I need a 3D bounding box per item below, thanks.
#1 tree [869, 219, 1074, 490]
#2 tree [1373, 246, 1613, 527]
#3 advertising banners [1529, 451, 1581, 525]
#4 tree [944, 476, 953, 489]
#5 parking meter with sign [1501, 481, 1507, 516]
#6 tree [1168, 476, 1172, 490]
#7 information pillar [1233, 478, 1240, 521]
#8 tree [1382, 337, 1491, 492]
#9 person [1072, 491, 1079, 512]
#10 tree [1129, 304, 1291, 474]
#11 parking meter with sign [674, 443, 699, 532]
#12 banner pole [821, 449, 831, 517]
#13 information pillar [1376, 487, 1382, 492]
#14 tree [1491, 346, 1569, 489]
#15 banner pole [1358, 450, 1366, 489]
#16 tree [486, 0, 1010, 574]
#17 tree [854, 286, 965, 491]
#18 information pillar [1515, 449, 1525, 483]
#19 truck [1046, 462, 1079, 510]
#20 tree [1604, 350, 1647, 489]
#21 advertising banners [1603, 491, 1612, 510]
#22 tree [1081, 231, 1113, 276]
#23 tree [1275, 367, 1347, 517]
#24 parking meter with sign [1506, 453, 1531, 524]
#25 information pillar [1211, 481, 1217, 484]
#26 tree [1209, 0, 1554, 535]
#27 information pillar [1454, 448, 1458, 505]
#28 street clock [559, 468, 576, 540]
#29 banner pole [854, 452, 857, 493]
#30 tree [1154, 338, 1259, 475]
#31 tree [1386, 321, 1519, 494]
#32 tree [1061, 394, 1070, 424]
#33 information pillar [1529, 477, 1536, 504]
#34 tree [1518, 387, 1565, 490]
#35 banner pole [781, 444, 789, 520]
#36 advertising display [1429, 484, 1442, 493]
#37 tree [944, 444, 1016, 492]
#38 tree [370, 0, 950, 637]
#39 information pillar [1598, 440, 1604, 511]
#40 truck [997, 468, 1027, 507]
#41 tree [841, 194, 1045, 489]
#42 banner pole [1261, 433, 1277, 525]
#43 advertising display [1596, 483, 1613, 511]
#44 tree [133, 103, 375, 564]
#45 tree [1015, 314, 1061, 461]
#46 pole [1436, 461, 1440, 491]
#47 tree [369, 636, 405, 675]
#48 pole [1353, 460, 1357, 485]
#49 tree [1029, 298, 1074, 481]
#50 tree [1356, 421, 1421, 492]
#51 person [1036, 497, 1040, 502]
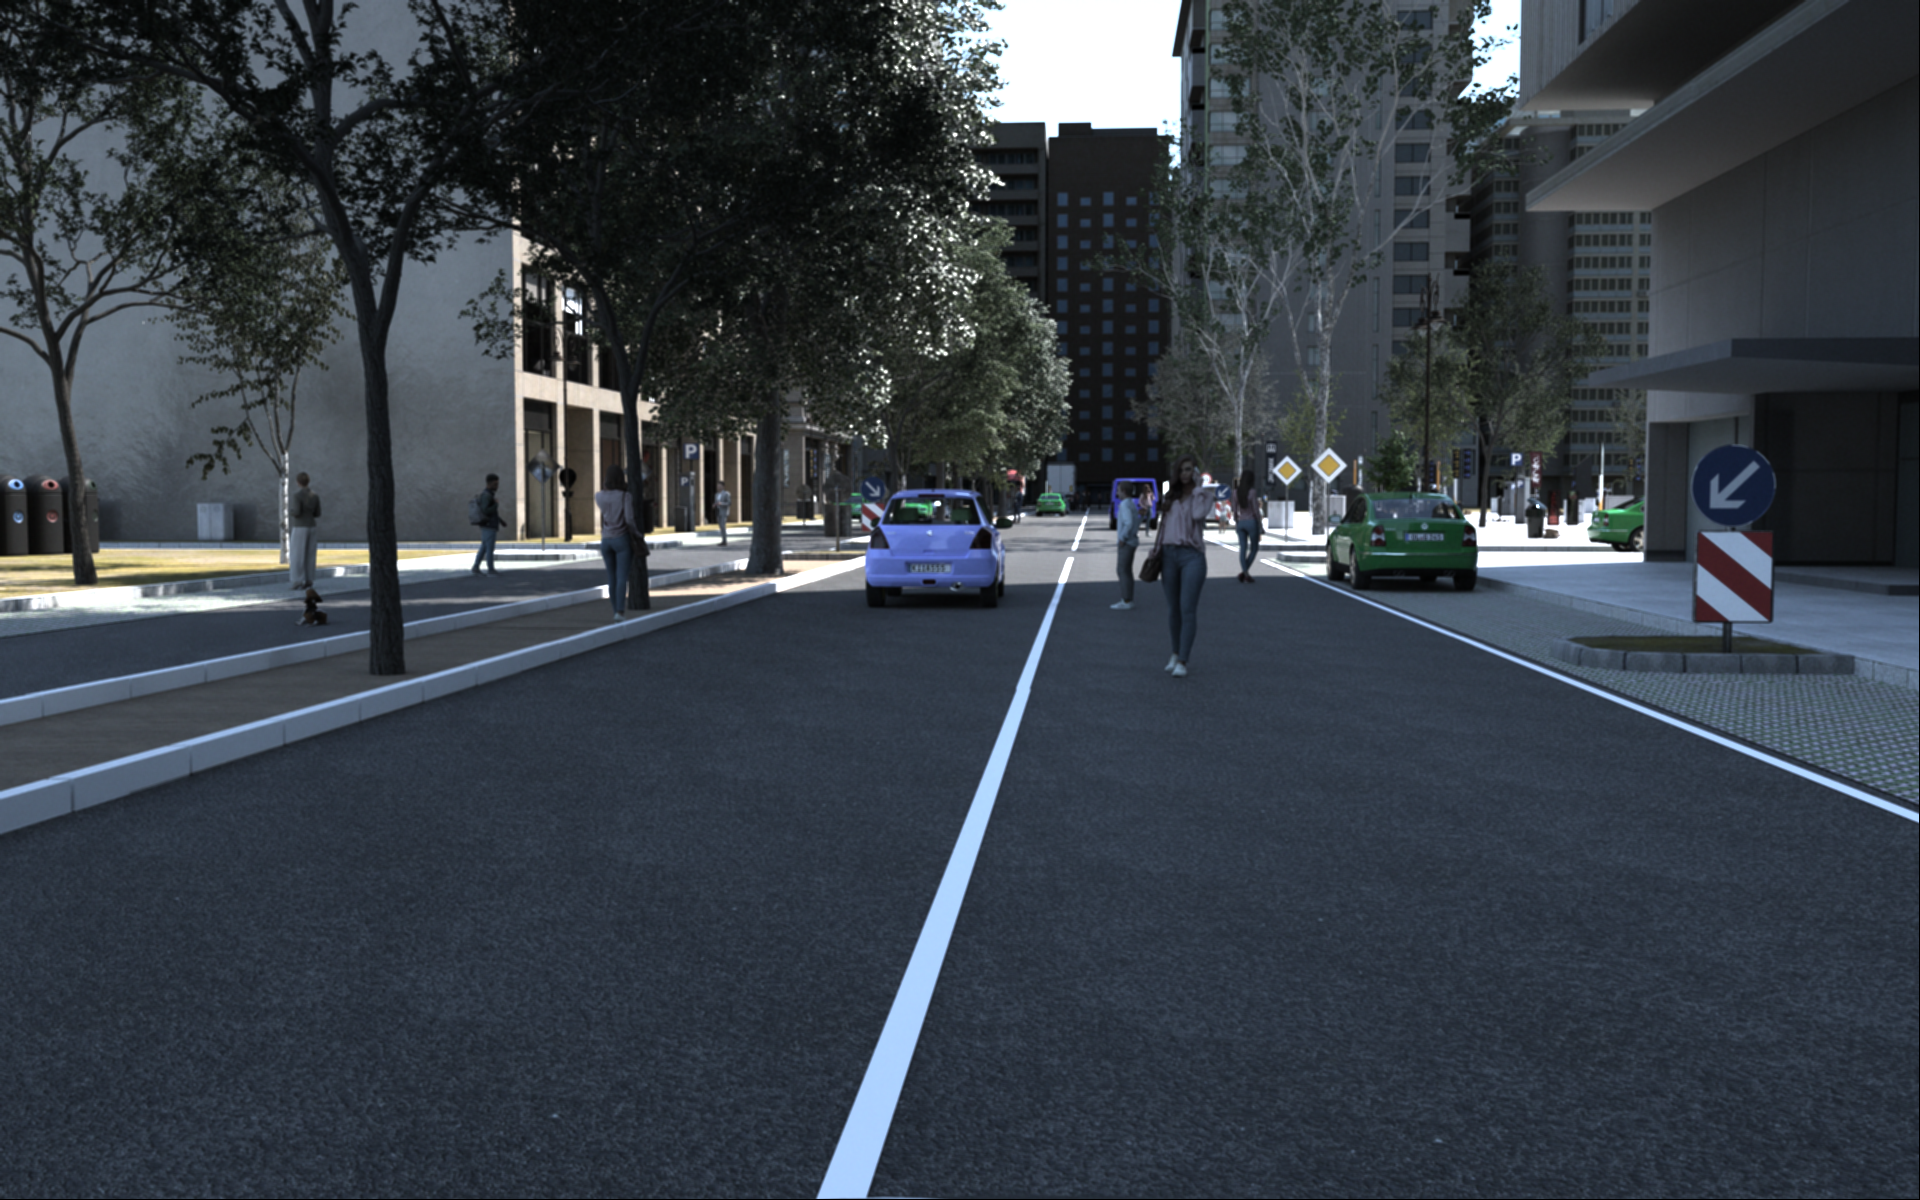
[{"bbox_3d":[-0.094,-9.323,71.897,9.611,12.733,9.660,0,3,0],"label":"tree"},{"bbox_3d":[20.076,-8.054,66.093,8.767,10.594,7.601,0,4,4],"label":"tree"},{"bbox_3d":[24.345,-4.570,70.905,2.074,3.025,0.090,1,4,10],"label":"advertising banners"},{"bbox_3d":[-1.322,-11.447,181.764,1.663,3.219,1.824,0,3,0],"label":"tree"},{"bbox_3d":[32.333,-6.455,101.804,0.543,3.016,1.738,-1,4,-19],"label":"parking meter with sign"},{"bbox_3d":[19.637,-10.126,160.165,1.663,3.219,1.824,0,3,0],"label":"tree"},{"bbox_3d":[13.041,-4.706,81.430,0.304,2.012,0.304,3,5,44],"label":"information pillar"},{"bbox_3d":[21.110,-7.847,78.654,4.360,8.622,3.978,0,3,0],"label":"tree"},{"bbox_3d":[9.081,-7.730,136.359,0.593,1.643,0.415,0,4,-3],"label":"person"},{"bbox_3d":[16.103,-12.366,112.558,12.009,13.543,11.850,0,3,0],"label":"tree"},{"bbox_3d":[-9.304,-3.827,58.825,0.543,3.016,1.738,0,4,4],"label":"parking meter with sign"},{"bbox_3d":[-7.440,-6.478,95.930,0.863,3.779,0.401,3,5,40],"label":"banner pole"},{"bbox_3d":[24.416,-5.901,100.970,0.304,2.012,0.304,1,4,11],"label":"information pillar"},{"bbox_3d":[28.059,-8.283,85.796,4.360,8.622,3.978,0,3,0],"label":"tree"},{"bbox_3d":[22.716,-6.597,97.883,0.863,3.779,0.401,-3,5,-42],"label":"banner pole"},{"bbox_3d":[-3.506,-7.442,30.788,9.857,13.997,8.962,0,3,0],"label":"tree"},{"bbox_3d":[-1.827,-6.273,55.391,4.360,8.622,3.978,0,3,0],"label":"tree"},{"bbox_3d":[29.196,-6.051,90.293,0.504,3.616,0.183,-1,4,-11],"label":"information pillar"},{"bbox_3d":[9.356,-10.345,158.059,2.839,4.237,11.283,0,4,5],"label":"truck"},{"bbox_3d":[33.627,-8.208,84.569,4.360,8.622,3.978,0,3,0],"label":"tree"},{"bbox_3d":[29.268,-5.040,78.594,0.090,3.025,2.074,0,4,7],"label":"advertising banners"},{"bbox_3d":[12.947,-14.218,88.356,12.611,20.169,13.585,0,3,0],"label":"tree"},{"bbox_3d":[19.701,-8.982,97.216,4.737,8.622,4.395,0,3,0],"label":"tree"},{"bbox_3d":[24.018,-4.744,73.822,0.543,3.016,1.738,3,4,39],"label":"parking meter with sign"},{"bbox_3d":[14.066,-5.597,95.999,0.304,2.012,0.304,2,4,26],"label":"information pillar"},{"bbox_3d":[12.012,-12.160,54.703,12.611,20.169,13.585,0,3,0],"label":"tree"},{"bbox_3d":[25.394,-5.957,88.752,0.183,3.616,0.504,0,4,8],"label":"information pillar"},{"bbox_3d":[-10.979,-2.688,48.514,0.471,2.002,0.358,-1,4,-15],"label":"street clock"},{"bbox_3d":[-6.234,-6.969,103.953,0.401,3.779,0.863,-1,4,-12],"label":"banner pole"},{"bbox_3d":[17.550,-12.610,124.297,7.486,12.596,7.792,0,3,0],"label":"tree"},{"bbox_3d":[20.248,-7.496,72.922,4.737,8.622,4.395,0,3,0],"label":"tree"},{"bbox_3d":[1.368,-9.174,86.863,8.767,10.594,7.601,0,4,4],"label":"tree"},{"bbox_3d":[25.059,-4.374,76.000,0.304,2.012,0.304,0,4,-6],"label":"information pillar"},{"bbox_3d":[36.286,-9.780,110.257,4.737,8.622,4.395,0,3,0],"label":"tree"},{"bbox_3d":[-8.655,-5.841,85.521,0.401,3.779,0.863,-3,4,-37],"label":"banner pole"},{"bbox_3d":[30.131,-6.399,109.843,0.974,1.923,0.123,-1,4,-22],"label":"advertising display"},{"bbox_3d":[1.412,-8.586,93.195,4.737,8.622,4.395,0,3,0],"label":"tree"},{"bbox_3d":[-3.917,-5.171,21.419,8.767,10.594,7.601,0,4,4],"label":"tree"},{"bbox_3d":[27.945,-5.147,75.515,0.183,3.616,0.504,2,4,30],"label":"information pillar"},{"bbox_3d":[5.740,-12.218,188.670,2.839,4.237,11.283,0,4,5],"label":"truck"},{"bbox_3d":[-0.796,-8.729,63.298,7.486,12.596,7.792,0,3,0],"label":"tree"},{"bbox_3d":[12.664,-4.976,71.371,0.863,3.779,0.401,-1,4,-10],"label":"banner pole"},{"bbox_3d":[36.996,-5.766,99.483,0.123,1.923,0.974,-3,5,-41],"label":"advertising display"},{"bbox_3d":[-12.647,-4.984,31.853,4.360,8.622,3.978,0,3,0],"label":"tree"},{"bbox_3d":[-1.709,-6.846,48.802,8.767,10.594,7.601,0,4,4],"label":"tree"},{"bbox_3d":[29.712,-6.960,107.635,0.158,3.312,0.155,0,3,0],"label":"pole"},{"bbox_3d":[-4.488,-4.702,13.753,8.767,10.594,7.601,0,4,4],"label":"tree"},{"bbox_3d":[23.577,-6.703,103.437,0.158,3.312,0.155,0,3,0],"label":"pole"},{"bbox_3d":[2.632,-12.168,108.053,9.857,13.997,8.962,0,3,0],"label":"tree"},{"bbox_3d":[11.366,-3.143,45.988,1.663,3.219,1.824,0,3,0],"label":"tree"},{"bbox_3d":[6.809,-8.266,146.882,0.697,1.427,0.421,1,4,10],"label":"person"}]
